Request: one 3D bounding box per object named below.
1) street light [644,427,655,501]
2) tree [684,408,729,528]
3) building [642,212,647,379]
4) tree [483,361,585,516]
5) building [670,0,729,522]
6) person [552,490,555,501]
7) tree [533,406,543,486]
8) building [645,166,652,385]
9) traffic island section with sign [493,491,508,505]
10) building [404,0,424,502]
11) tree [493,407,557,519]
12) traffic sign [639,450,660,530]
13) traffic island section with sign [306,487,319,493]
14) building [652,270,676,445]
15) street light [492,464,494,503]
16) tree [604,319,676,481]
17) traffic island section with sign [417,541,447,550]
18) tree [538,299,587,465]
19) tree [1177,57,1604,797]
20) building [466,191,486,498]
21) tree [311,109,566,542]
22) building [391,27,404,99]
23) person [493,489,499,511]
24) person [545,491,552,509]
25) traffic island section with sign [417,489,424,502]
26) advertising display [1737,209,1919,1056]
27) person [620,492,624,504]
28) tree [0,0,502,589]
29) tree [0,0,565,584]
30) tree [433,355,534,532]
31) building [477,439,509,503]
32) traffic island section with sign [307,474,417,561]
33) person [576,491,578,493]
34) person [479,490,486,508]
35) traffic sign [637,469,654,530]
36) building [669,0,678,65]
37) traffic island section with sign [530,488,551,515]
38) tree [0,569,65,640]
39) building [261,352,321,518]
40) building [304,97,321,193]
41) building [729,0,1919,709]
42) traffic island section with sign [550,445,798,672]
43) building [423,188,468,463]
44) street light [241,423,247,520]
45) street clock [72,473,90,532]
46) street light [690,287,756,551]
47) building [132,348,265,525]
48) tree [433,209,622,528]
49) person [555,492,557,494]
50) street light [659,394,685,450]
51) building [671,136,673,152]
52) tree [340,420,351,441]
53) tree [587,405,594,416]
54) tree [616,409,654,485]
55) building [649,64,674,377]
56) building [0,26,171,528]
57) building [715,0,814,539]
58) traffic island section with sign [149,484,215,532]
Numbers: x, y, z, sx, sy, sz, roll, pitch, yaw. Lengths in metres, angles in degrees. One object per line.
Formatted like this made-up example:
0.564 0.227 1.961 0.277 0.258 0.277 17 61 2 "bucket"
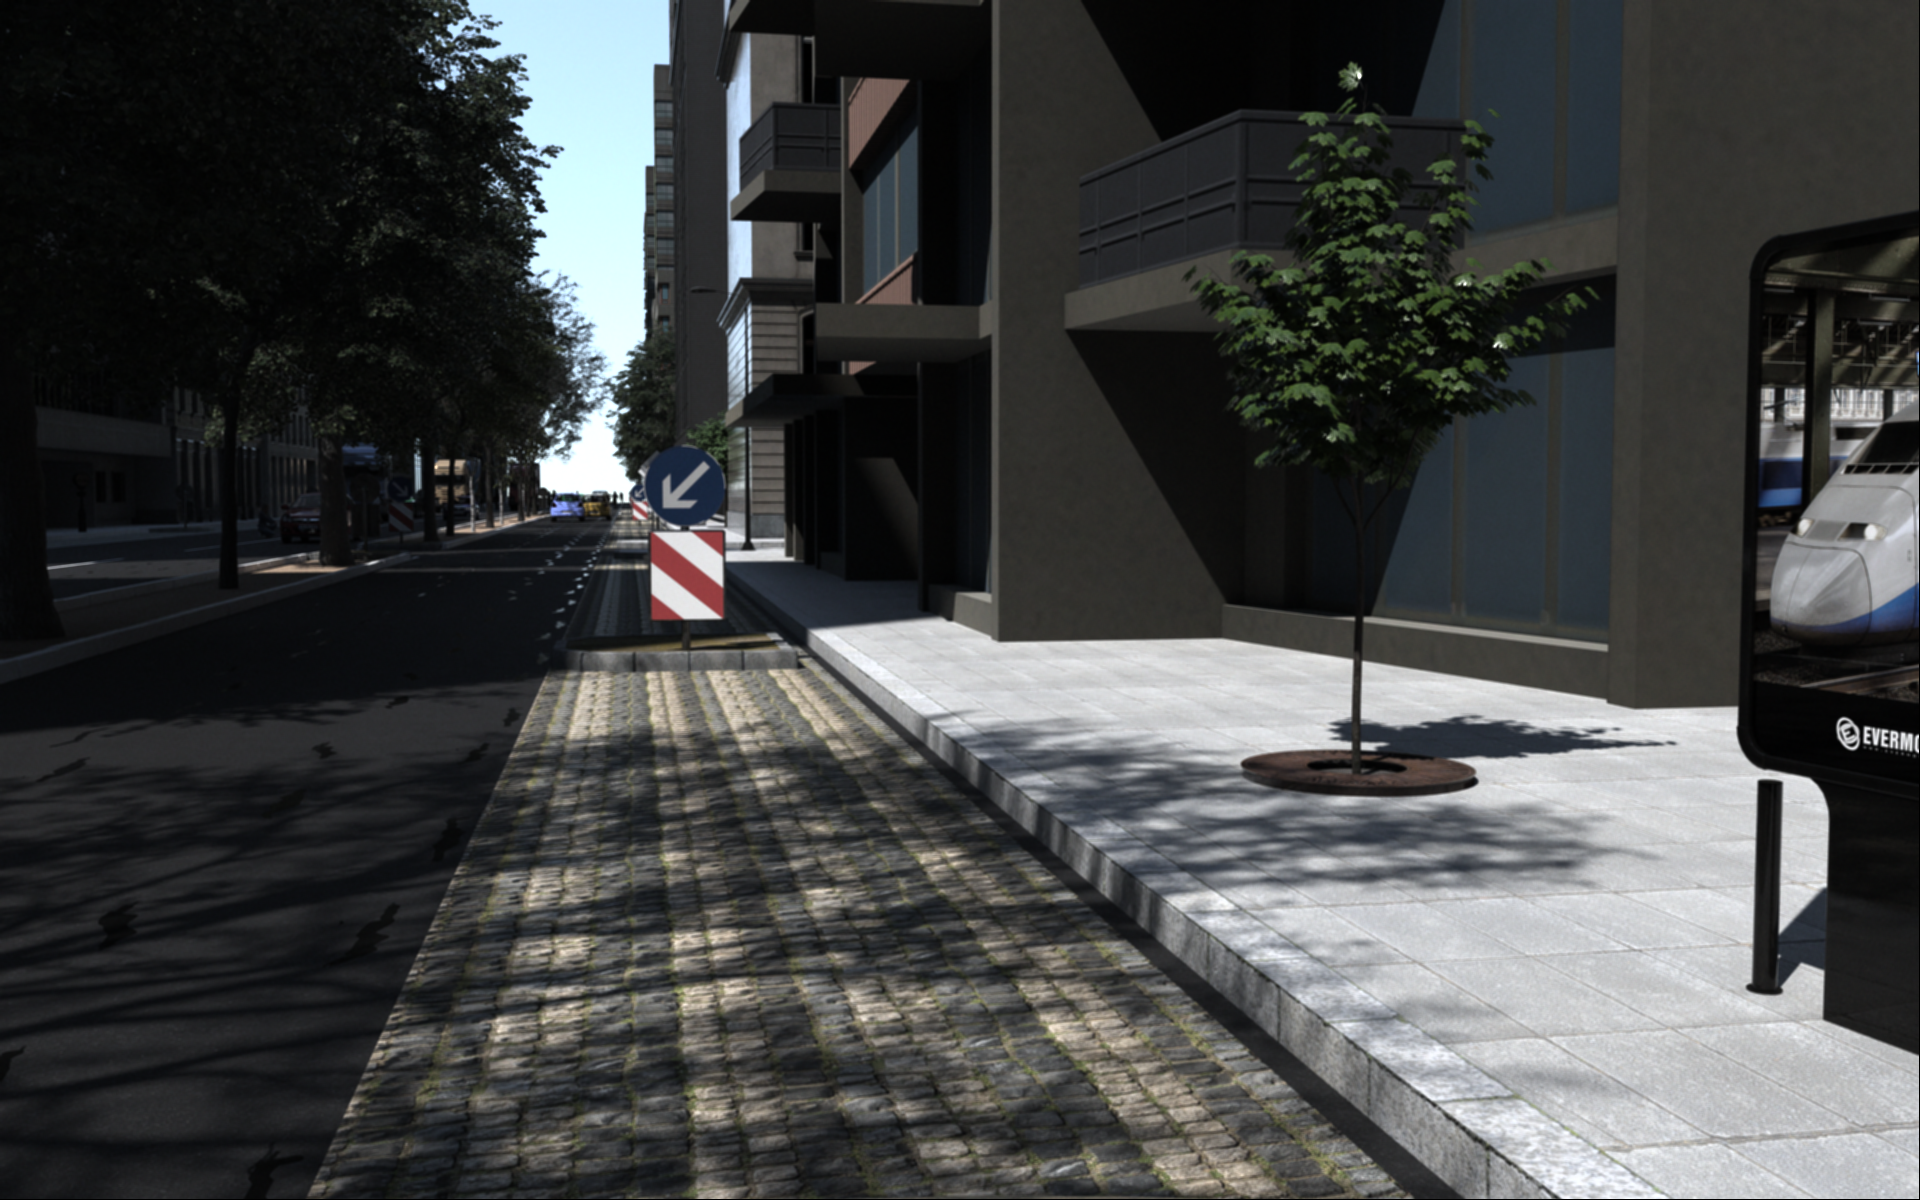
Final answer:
-21.171 -9.075 120.923 1.470 5.913 1.316 -1 4 -11 "street light"
-9.068 -5.057 66.398 4.285 4.588 4.351 0 3 0 "tree"
-36.997 -37.300 264.472 22.147 44.769 28.867 -1 4 -11 "building"
-28.274 -11.384 114.333 9.928 11.665 9.643 0 3 0 "tree"
-7.000 -17.959 87.143 14.314 27.812 24.014 -1 4 -11 "building"
-37.050 -9.150 158.126 0.705 1.821 1.348 0 3 0 "person"
-21.297 -7.794 80.248 4.360 8.622 3.978 0 3 0 "tree"
-32.511 -32.761 219.229 14.154 41.232 14.086 -1 4 -11 "building"
-59.452 -13.095 222.731 1.989 1.847 2.006 -1 4 -11 "traffic island section with sign"
-63.100 -52.240 166.799 22.319 86.520 31.000 -1 4 -11 "building"
-24.662 -8.849 97.507 4.737 8.622 4.395 0 3 0 "tree"
-6.821 -2.166 39.059 0.795 2.450 0.064 -1 4 -11 "traffic sign"
-34.386 -5.094 91.909 1.989 1.847 2.006 -1 4 -11 "traffic island section with sign"
-12.424 -18.675 150.368 27.650 21.520 28.899 -1 4 -11 "building"
-64.388 -16.410 240.845 1.470 5.913 1.316 -1 4 -11 "street light"
-21.550 -13.535 127.954 9.857 13.997 8.962 0 3 0 "tree"
-14.583 -2.282 45.440 2.006 1.907 1.989 -1 4 -11 "traffic island section with sign"
-17.215 -7.406 57.950 8.767 10.594 7.601 -1 4 -11 "tree"
1.723 -0.811 7.863 1.663 3.219 1.824 0 3 0 "tree"
-73.724 -34.899 225.218 22.147 44.769 28.867 -1 4 -11 "building"
-15.465 -7.943 50.456 7.486 12.596 7.792 0 3 0 "tree"
-54.747 -30.357 146.451 14.600 45.320 14.200 -1 4 -11 "building"
-39.536 -8.531 147.620 0.705 1.869 1.348 -2 4 -28 "person"
-39.224 -9.548 165.343 1.217 1.736 0.721 -1 4 -12 "person"
-43.756 -8.085 140.815 1.989 1.847 2.006 -1 4 -11 "traffic island section with sign"
2.207 0.074 4.010 0.123 1.923 0.974 -1 4 -17 "advertising display"
-47.881 -14.436 244.979 0.683 1.767 0.568 1 4 12 "person"
-10.952 -5.413 25.373 8.767 10.594 7.601 -1 4 -11 "tree"
-12.384 -7.636 33.968 9.857 13.997 8.962 0 3 0 "tree"
-18.073 -6.802 64.025 4.360 8.622 3.978 0 3 0 "tree"
-81.511 -25.010 253.945 27.650 21.520 28.899 -1 4 -11 "building"
-13.198 -1.836 38.163 2.006 1.907 1.989 -1 4 -11 "traffic island section with sign"
-35.600 -9.281 160.958 1.217 1.735 0.721 0 4 8 "person"
-49.532 -10.436 179.227 1.348 1.812 0.705 1 4 9 "person"
-8.324 -2.646 46.902 0.795 2.450 0.064 -1 4 -11 "traffic sign"
-22.770 -45.755 186.347 20.563 71.187 20.611 -1 4 -11 "building"
-28.737 -6.795 119.238 2.006 1.907 1.989 -1 4 -11 "traffic island section with sign"
-9.232 -6.576 16.626 9.857 13.997 8.962 0 3 0 "tree"
-42.946 -14.858 97.681 10.420 20.320 16.860 -1 4 -11 "building"
-59.916 -26.537 125.759 32.217 40.220 23.993 -1 4 -11 "building"
8.216 -22.567 23.593 22.147 44.769 28.867 -1 4 -11 "building"
-2.476 -0.378 14.814 1.989 1.847 2.006 -1 4 -11 "traffic island section with sign"
-66.156 -33.915 204.614 14.600 45.320 14.200 -1 4 -11 "building"
-34.338 -6.833 84.266 1.470 5.913 1.316 -1 4 -11 "street light"
-29.592 -3.289 58.350 0.358 2.002 0.471 3 4 37 "street clock"
-5.353 -4.072 39.122 1.470 5.913 1.316 -1 4 -11 "street light"
-39.314 -14.150 80.505 9.793 20.994 18.267 -1 4 -11 "building"
-19.673 -9.735 71.990 12.009 13.543 11.850 0 3 0 "tree"
-57.651 -14.526 246.514 0.721 1.766 1.217 -1 4 -8 "person"
-13.198 -6.588 80.263 1.470 5.913 1.316 -1 4 -11 "street light"
-10.985 -19.764 110.529 14.401 28.519 23.554 -1 4 -11 "building"
-41.857 -9.996 113.789 4.737 8.622 4.395 0 3 0 "tree"
-26.384 -10.302 105.310 8.767 10.594 7.601 -1 4 -11 "tree"
-35.510 -17.520 203.464 9.611 12.733 9.660 0 3 0 "tree"
-22.722 -29.728 169.641 14.154 41.232 14.086 -1 4 -11 "building"
-37.160 -14.507 56.250 14.314 24.678 30.058 -1 4 -11 "building"
9.625 -14.574 57.362 34.723 24.649 14.460 -1 4 -11 "building"
-29.284 -3.465 65.286 1.989 1.847 2.006 -1 4 -11 "traffic island section with sign"
